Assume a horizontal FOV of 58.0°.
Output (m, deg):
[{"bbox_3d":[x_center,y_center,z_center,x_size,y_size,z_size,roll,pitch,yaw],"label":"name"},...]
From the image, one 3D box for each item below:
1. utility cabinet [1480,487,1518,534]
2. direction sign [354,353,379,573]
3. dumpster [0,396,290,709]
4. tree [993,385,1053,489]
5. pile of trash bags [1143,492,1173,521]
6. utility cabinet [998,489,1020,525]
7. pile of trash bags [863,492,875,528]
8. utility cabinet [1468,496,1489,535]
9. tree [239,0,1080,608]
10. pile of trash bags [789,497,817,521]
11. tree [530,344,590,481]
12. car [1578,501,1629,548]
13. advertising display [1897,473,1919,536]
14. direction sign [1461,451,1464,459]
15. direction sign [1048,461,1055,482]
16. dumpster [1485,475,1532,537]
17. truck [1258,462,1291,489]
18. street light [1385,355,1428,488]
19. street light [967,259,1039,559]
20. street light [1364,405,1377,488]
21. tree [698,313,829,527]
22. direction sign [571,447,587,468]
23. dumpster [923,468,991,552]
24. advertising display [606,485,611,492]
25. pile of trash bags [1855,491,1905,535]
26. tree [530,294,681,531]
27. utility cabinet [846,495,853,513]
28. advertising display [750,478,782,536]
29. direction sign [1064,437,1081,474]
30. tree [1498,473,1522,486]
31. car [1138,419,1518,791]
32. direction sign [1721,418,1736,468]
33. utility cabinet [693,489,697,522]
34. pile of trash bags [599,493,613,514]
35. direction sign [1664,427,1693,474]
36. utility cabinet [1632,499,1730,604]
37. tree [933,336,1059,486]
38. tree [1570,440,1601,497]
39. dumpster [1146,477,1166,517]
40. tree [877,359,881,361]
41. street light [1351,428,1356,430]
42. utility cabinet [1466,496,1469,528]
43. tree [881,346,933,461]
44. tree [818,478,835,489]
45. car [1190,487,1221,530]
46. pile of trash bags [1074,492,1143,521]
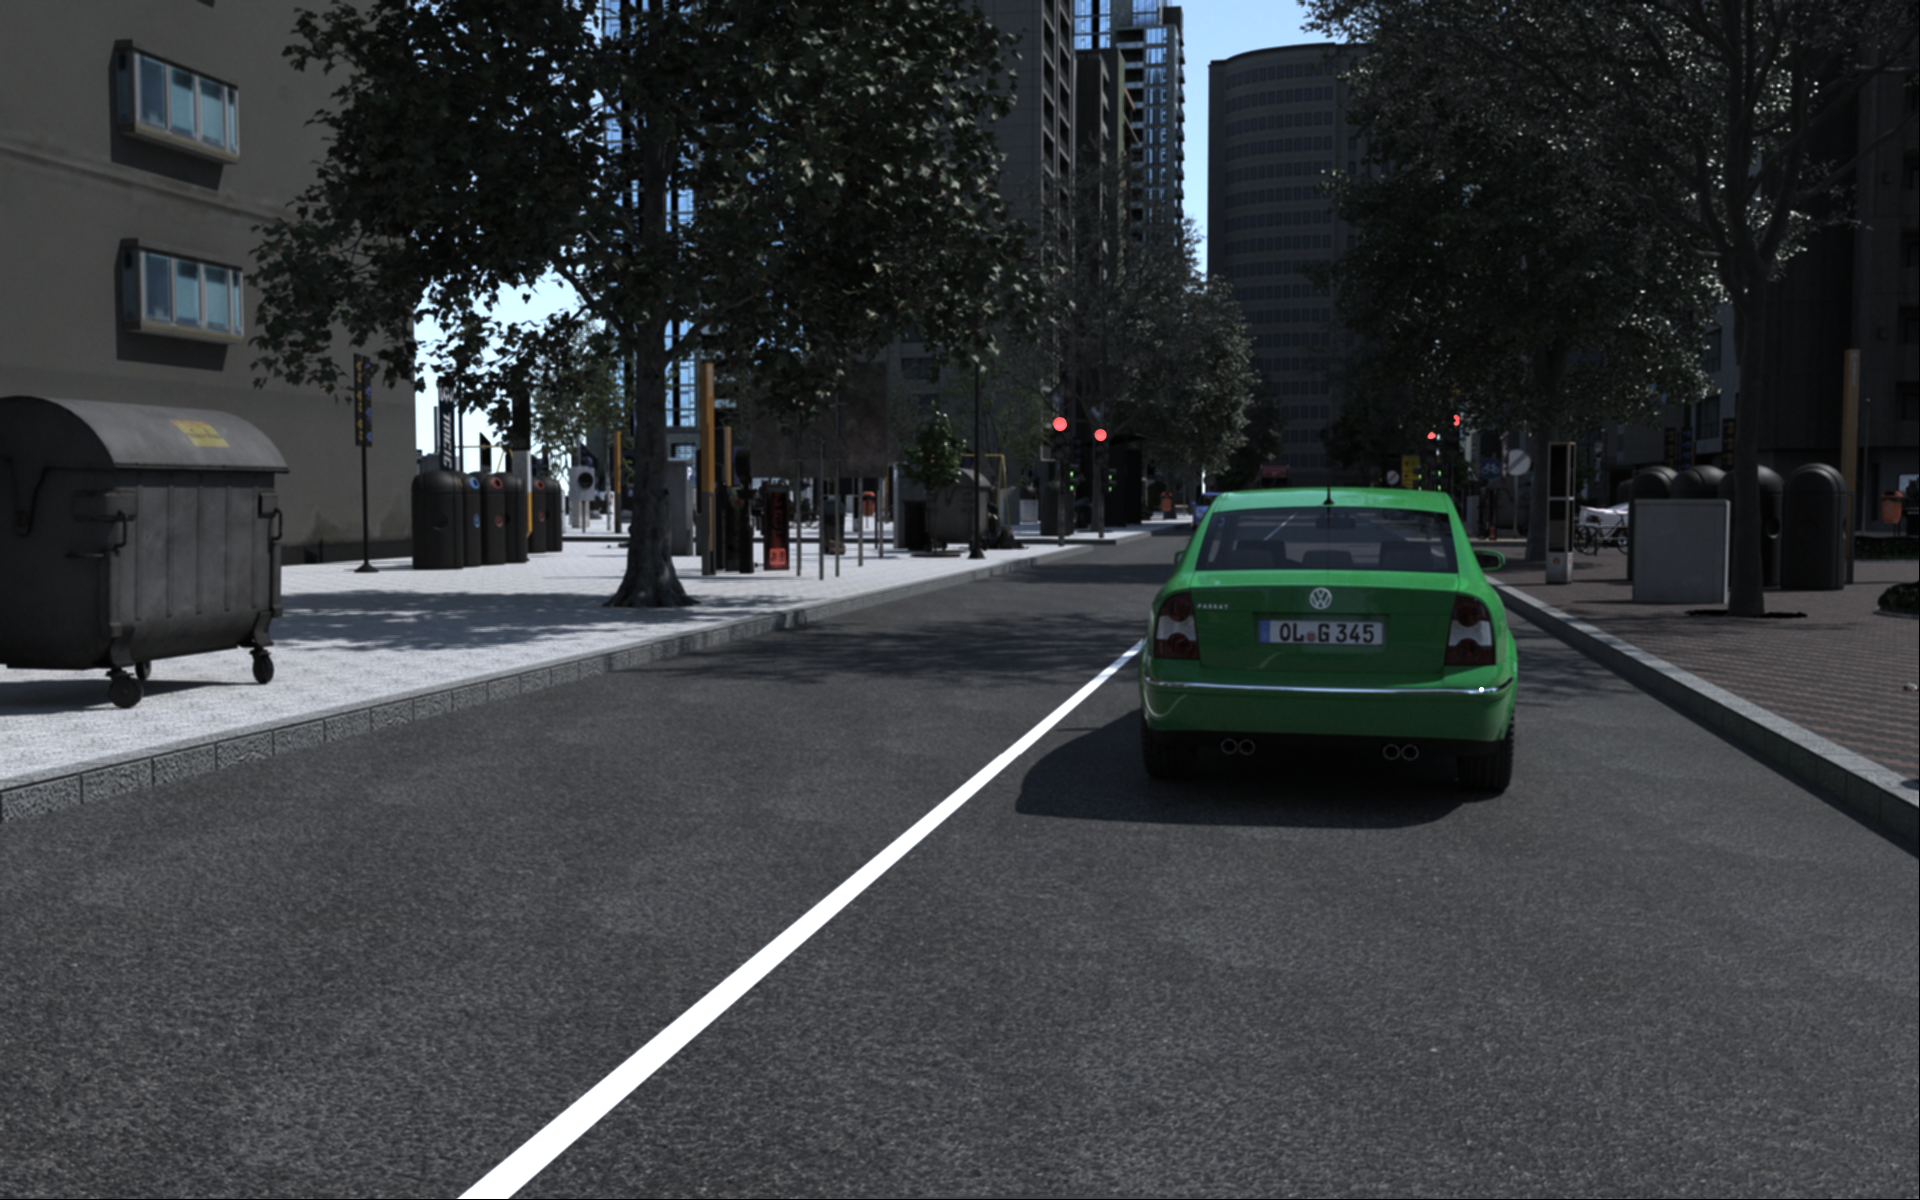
[{"bbox_3d":[17.345,-2.880,55.772,0.318,1.500,1.173,-3,5,-44],"label":"utility cabinet"},{"bbox_3d":[-9.753,-2.224,28.356,0.379,3.537,0.876,0,4,-4],"label":"direction sign"},{"bbox_3d":[-5.355,-0.326,11.095,1.264,1.857,1.865,1,4,12],"label":"dumpster"},{"bbox_3d":[4.453,-9.945,112.963,4.737,8.622,4.395,0,3,0],"label":"tree"},{"bbox_3d":[8.665,-4.540,83.977,3.447,1.369,1.912,-1,4,-15],"label":"pile of trash bags"},{"bbox_3d":[2.016,-3.838,71.426,0.318,1.500,1.173,2,4,35],"label":"utility cabinet"},{"bbox_3d":[-2.078,-3.396,65.284,3.447,1.369,1.912,0,4,6],"label":"pile of trash bags"},{"bbox_3d":[16.464,-2.659,54.636,0.306,1.237,1.020,3,4,37],"label":"utility cabinet"},{"bbox_3d":[-3.444,-6.274,19.590,9.611,12.733,9.660,0,3,0],"label":"tree"},{"bbox_3d":[-8.508,-4.476,82.942,3.447,1.369,1.912,0,4,2],"label":"pile of trash bags"},{"bbox_3d":[-18.445,-7.844,78.619,4.360,8.622,3.978,0,3,0],"label":"tree"},{"bbox_3d":[18.240,-1.936,44.010,4.827,1.381,2.083,1,4,12],"label":"car"},{"bbox_3d":[29.143,-2.916,52.891,0.123,1.923,0.974,-3,5,-39],"label":"advertising display"},{"bbox_3d":[26.506,-6.137,92.334,0.379,3.537,0.876,-2,4,-31],"label":"direction sign"},{"bbox_3d":[6.392,-7.866,120.602,0.379,3.537,0.876,2,4,34],"label":"direction sign"},{"bbox_3d":[16.601,-2.852,52.393,1.264,1.857,1.865,1,4,12],"label":"dumpster"},{"bbox_3d":[27.841,-10.071,153.574,2.839,4.237,11.283,1,4,10],"label":"truck"},{"bbox_3d":[14.999,-5.220,57.892,1.470,5.913,1.316,1,4,12],"label":"street light"},{"bbox_3d":[0.858,-3.765,34.093,1.470,5.913,1.316,1,4,12],"label":"street light"},{"bbox_3d":[21.632,-7.189,90.076,1.470,5.913,1.316,1,4,12],"label":"street light"},{"bbox_3d":[-6.857,-6.583,57.987,4.360,8.622,3.978,0,3,0],"label":"tree"},{"bbox_3d":[-18.326,-5.586,83.330,0.876,3.537,0.379,2,4,24],"label":"direction sign"},{"bbox_3d":[-0.076,-2.008,38.590,1.264,1.857,1.865,1,4,12],"label":"dumpster"},{"bbox_3d":[-24.036,-6.919,118.338,0.123,1.923,0.974,-2,4,-24],"label":"advertising display"},{"bbox_3d":[25.635,-2.485,50.386,1.912,1.369,3.447,-3,4,-39],"label":"pile of trash bags"},{"bbox_3d":[-12.082,-6.737,60.512,4.737,8.622,4.395,0,3,0],"label":"tree"},{"bbox_3d":[-7.125,-6.367,115.255,1.020,1.237,0.306,2,4,35],"label":"utility cabinet"},{"bbox_3d":[-5.981,-2.951,53.465,0.974,1.923,0.123,-1,4,-17],"label":"advertising display"},{"bbox_3d":[4.388,-4.698,68.811,0.876,3.537,0.379,1,4,18],"label":"direction sign"},{"bbox_3d":[25.289,-5.170,79.132,1.663,3.219,1.824,0,3,0],"label":"tree"},{"bbox_3d":[2.126,-0.066,9.869,1.959,1.807,4.718,1,4,14],"label":"car"},{"bbox_3d":[23.156,-3.646,51.603,0.876,3.537,0.379,2,4,30],"label":"direction sign"},{"bbox_3d":[-11.997,-4.287,78.765,0.318,1.500,1.173,3,4,37],"label":"utility cabinet"},{"bbox_3d":[-23.045,-6.165,110.544,1.912,1.369,3.447,1,4,14],"label":"pile of trash bags"},{"bbox_3d":[24.408,-4.094,58.933,0.876,3.537,0.379,2,4,31],"label":"direction sign"},{"bbox_3d":[8.575,-0.577,20.602,1.020,1.237,0.306,2,4,32],"label":"utility cabinet"},{"bbox_3d":[2.059,-10.820,102.661,9.928,11.665,9.643,0,3,0],"label":"tree"},{"bbox_3d":[21.355,-4.031,60.501,1.663,3.219,1.824,0,3,0],"label":"tree"},{"bbox_3d":[11.202,-5.794,97.223,1.502,2.255,1.985,1,4,12],"label":"dumpster"},{"bbox_3d":[-6.256,-7.536,73.571,4.360,8.622,3.978,0,3,0],"label":"tree"},{"bbox_3d":[28.224,-9.141,121.997,1.470,5.913,1.316,1,4,12],"label":"street light"},{"bbox_3d":[19.552,-3.351,65.946,0.306,1.237,1.020,2,4,31],"label":"utility cabinet"},{"bbox_3d":[-3.098,-8.243,85.131,4.360,8.622,3.978,0,3,0],"label":"tree"},{"bbox_3d":[-7.223,-9.036,98.093,4.737,8.622,4.395,0,3,0],"label":"tree"},{"bbox_3d":[10.210,-3.649,69.250,1.945,1.707,3.694,1,4,10],"label":"car"},{"bbox_3d":[6.514,-4.343,80.760,3.447,1.369,1.912,1,4,19],"label":"pile of trash bags"}]
